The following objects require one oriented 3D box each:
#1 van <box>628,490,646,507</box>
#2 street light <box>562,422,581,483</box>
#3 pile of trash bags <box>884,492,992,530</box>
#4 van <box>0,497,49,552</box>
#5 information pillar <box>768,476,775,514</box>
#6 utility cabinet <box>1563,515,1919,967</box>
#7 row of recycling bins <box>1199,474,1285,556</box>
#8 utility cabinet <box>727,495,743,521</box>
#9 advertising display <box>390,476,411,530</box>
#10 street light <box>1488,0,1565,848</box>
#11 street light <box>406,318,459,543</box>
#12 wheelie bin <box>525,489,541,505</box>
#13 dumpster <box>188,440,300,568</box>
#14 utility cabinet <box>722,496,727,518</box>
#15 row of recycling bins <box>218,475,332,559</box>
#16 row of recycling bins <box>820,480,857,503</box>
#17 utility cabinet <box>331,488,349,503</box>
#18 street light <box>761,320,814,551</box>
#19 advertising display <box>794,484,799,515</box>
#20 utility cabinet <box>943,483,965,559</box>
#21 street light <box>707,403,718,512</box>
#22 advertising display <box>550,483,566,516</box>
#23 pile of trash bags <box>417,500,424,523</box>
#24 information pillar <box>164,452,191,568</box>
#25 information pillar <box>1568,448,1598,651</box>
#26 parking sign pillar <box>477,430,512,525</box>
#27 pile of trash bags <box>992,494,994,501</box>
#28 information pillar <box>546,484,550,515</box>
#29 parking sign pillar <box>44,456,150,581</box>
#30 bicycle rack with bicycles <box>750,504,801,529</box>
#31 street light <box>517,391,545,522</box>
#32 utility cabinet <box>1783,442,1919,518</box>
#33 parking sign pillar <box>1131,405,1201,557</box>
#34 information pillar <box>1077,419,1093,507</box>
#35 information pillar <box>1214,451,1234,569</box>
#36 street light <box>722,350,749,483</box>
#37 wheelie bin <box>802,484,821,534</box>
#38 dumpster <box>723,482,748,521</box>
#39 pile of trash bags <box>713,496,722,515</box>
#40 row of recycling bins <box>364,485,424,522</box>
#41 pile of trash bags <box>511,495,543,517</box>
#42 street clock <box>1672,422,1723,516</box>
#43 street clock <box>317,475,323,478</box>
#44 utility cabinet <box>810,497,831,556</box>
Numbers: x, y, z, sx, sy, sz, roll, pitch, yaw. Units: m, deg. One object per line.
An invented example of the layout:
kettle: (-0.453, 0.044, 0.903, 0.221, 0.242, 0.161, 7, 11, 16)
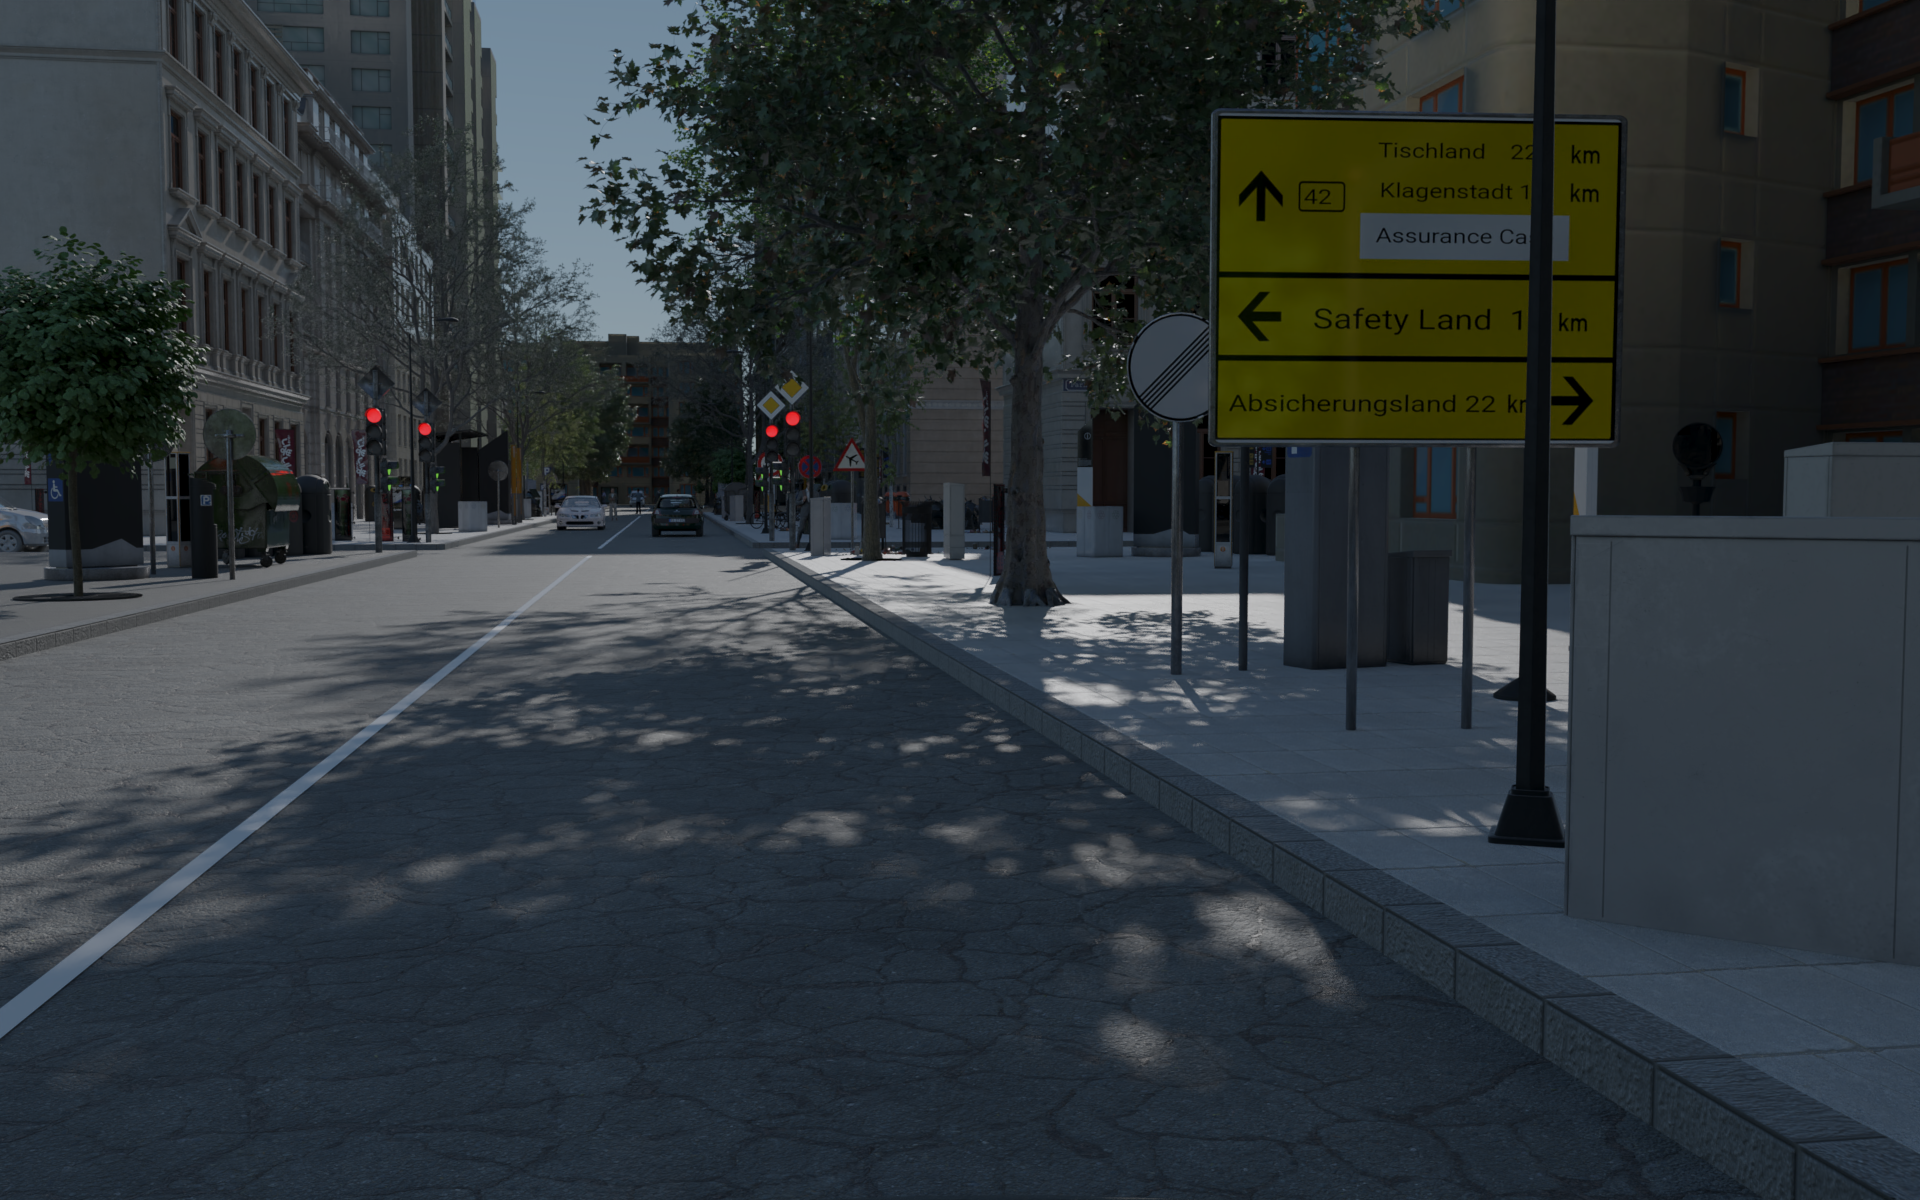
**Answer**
van: (-36.196, -11.449, 194.206, 2.013, 2.044, 4.112, -1, 4, -10)
street light: (-25.052, -8.515, 111.757, 1.470, 5.913, 1.316, -1, 4, -10)
pile of trash bags: (-0.894, -3.272, 63.243, 3.447, 1.369, 1.912, 2, 4, 27)
van: (-23.360, -2.050, 40.537, 4.112, 2.044, 2.013, 0, 4, -8)
information pillar: (-7.259, -4.606, 66.661, 0.183, 3.616, 0.504, -2, 4, -32)
utility cabinet: (2.327, 0.374, 5.045, 1.020, 1.237, 0.306, 3, 4, 36)
row of recycling bins: (6.184, -1.854, 37.420, 1.069, 1.692, 3.534, -2, 4, -26)
utility cabinet: (-10.626, -4.353, 82.330, 0.306, 1.237, 1.020, 1, 4, 15)
advertising display: (-20.302, -3.512, 62.641, 0.974, 1.923, 0.123, -1, 4, -8)
street light: (1.583, -2.057, 6.179, 1.470, 5.913, 1.316, -1, 4, -10)
street light: (-13.883, -4.470, 45.623, 1.470, 5.913, 1.316, -1, 4, -10)
wheelie bin: (-25.071, -5.730, 101.593, 0.693, 1.594, 0.980, 1, 4, 22)
dumpster: (-12.708, -1.730, 30.785, 1.502, 2.255, 1.985, -1, 4, -9)
utility cabinet: (-12.068, -4.878, 90.913, 1.020, 1.237, 0.306, 3, 4, 38)
row of recycling bins: (-14.300, -1.744, 35.625, 1.069, 1.692, 3.534, 1, 4, 17)
row of recycling bins: (-3.600, -2.728, 51.715, 1.069, 1.692, 3.534, -1, 4, -8)
utility cabinet: (-22.950, -3.346, 63.386, 1.173, 1.500, 0.318, -2, 4, -24)
street light: (-3.881, -4.054, 38.826, 1.470, 5.913, 1.316, -1, 4, -10)
advertising display: (-10.157, -6.207, 106.698, 0.123, 1.923, 0.974, 1, 4, 19)
utility cabinet: (-0.108, -1.558, 34.152, 0.318, 1.500, 1.173, 0, 4, -6)
street light: (-12.216, -7.103, 88.667, 1.470, 5.913, 1.316, -1, 4, -10)
advertising display: (-24.050, -6.016, 103.570, 0.974, 1.923, 0.123, -3, 5, -39)
pile of trash bags: (-23.190, -4.039, 75.784, 1.912, 1.369, 3.447, -1, 4, -20)
information pillar: (-13.617, -1.571, 30.174, 0.304, 2.012, 0.304, 1, 4, 20)
information pillar: (5.058, -1.383, 13.966, 0.183, 3.616, 0.504, 0, 4, 8)
parking sign pillar: (-19.649, -5.173, 73.046, 1.447, 3.967, 1.447, 0, 3, 0)
pile of trash bags: (0.339, -3.872, 73.065, 3.447, 1.369, 1.912, -1, 4, -22)
information pillar: (-25.533, -6.270, 107.003, 0.304, 2.012, 0.304, -1, 4, -17)
parking sign pillar: (-13.086, -2.305, 26.165, 1.447, 3.967, 1.447, 2, 4, 28)
bicycle rack with bicycles: (-6.336, -3.098, 64.039, 2.925, 0.926, 2.852, -1, 4, -20)
street light: (-19.411, -6.466, 78.260, 1.470, 5.913, 1.316, -1, 4, -10)
utility cabinet: (4.228, 0.061, 7.677, 1.173, 1.500, 0.318, -1, 4, -14)
parking sign pillar: (4.264, -2.892, 35.756, 1.447, 3.967, 1.447, 1, 4, 19)
information pillar: (3.875, -3.799, 53.464, 0.504, 3.616, 0.183, 1, 4, 22)
information pillar: (4.545, -1.550, 29.828, 0.304, 2.012, 0.304, 1, 4, 13)
street light: (-6.836, -5.105, 56.006, 1.470, 5.913, 1.316, -1, 4, -10)
wheelie bin: (-4.649, -2.886, 55.096, 0.693, 1.594, 0.980, -3, 5, -41)
dumpster: (-10.857, -4.794, 84.145, 1.264, 1.857, 1.865, -1, 4, -10)
pile of trash bags: (-14.407, -6.005, 107.927, 1.912, 1.369, 3.447, 0, 4, -7)
row of recycling bins: (-26.169, -4.531, 81.202, 3.534, 1.692, 1.069, 0, 4, 2)
pile of trash bags: (-24.376, -5.256, 95.683, 1.912, 1.369, 3.447, 0, 4, 5)
street clock: (7.483, -0.798, 17.611, 0.471, 2.002, 0.358, 2, 4, 25)
street clock: (-24.991, -3.843, 67.410, 0.471, 2.002, 0.358, -2, 4, -27)
utility cabinet: (-2.930, -1.541, 36.362, 0.306, 1.237, 1.020, 0, 4, 4)
